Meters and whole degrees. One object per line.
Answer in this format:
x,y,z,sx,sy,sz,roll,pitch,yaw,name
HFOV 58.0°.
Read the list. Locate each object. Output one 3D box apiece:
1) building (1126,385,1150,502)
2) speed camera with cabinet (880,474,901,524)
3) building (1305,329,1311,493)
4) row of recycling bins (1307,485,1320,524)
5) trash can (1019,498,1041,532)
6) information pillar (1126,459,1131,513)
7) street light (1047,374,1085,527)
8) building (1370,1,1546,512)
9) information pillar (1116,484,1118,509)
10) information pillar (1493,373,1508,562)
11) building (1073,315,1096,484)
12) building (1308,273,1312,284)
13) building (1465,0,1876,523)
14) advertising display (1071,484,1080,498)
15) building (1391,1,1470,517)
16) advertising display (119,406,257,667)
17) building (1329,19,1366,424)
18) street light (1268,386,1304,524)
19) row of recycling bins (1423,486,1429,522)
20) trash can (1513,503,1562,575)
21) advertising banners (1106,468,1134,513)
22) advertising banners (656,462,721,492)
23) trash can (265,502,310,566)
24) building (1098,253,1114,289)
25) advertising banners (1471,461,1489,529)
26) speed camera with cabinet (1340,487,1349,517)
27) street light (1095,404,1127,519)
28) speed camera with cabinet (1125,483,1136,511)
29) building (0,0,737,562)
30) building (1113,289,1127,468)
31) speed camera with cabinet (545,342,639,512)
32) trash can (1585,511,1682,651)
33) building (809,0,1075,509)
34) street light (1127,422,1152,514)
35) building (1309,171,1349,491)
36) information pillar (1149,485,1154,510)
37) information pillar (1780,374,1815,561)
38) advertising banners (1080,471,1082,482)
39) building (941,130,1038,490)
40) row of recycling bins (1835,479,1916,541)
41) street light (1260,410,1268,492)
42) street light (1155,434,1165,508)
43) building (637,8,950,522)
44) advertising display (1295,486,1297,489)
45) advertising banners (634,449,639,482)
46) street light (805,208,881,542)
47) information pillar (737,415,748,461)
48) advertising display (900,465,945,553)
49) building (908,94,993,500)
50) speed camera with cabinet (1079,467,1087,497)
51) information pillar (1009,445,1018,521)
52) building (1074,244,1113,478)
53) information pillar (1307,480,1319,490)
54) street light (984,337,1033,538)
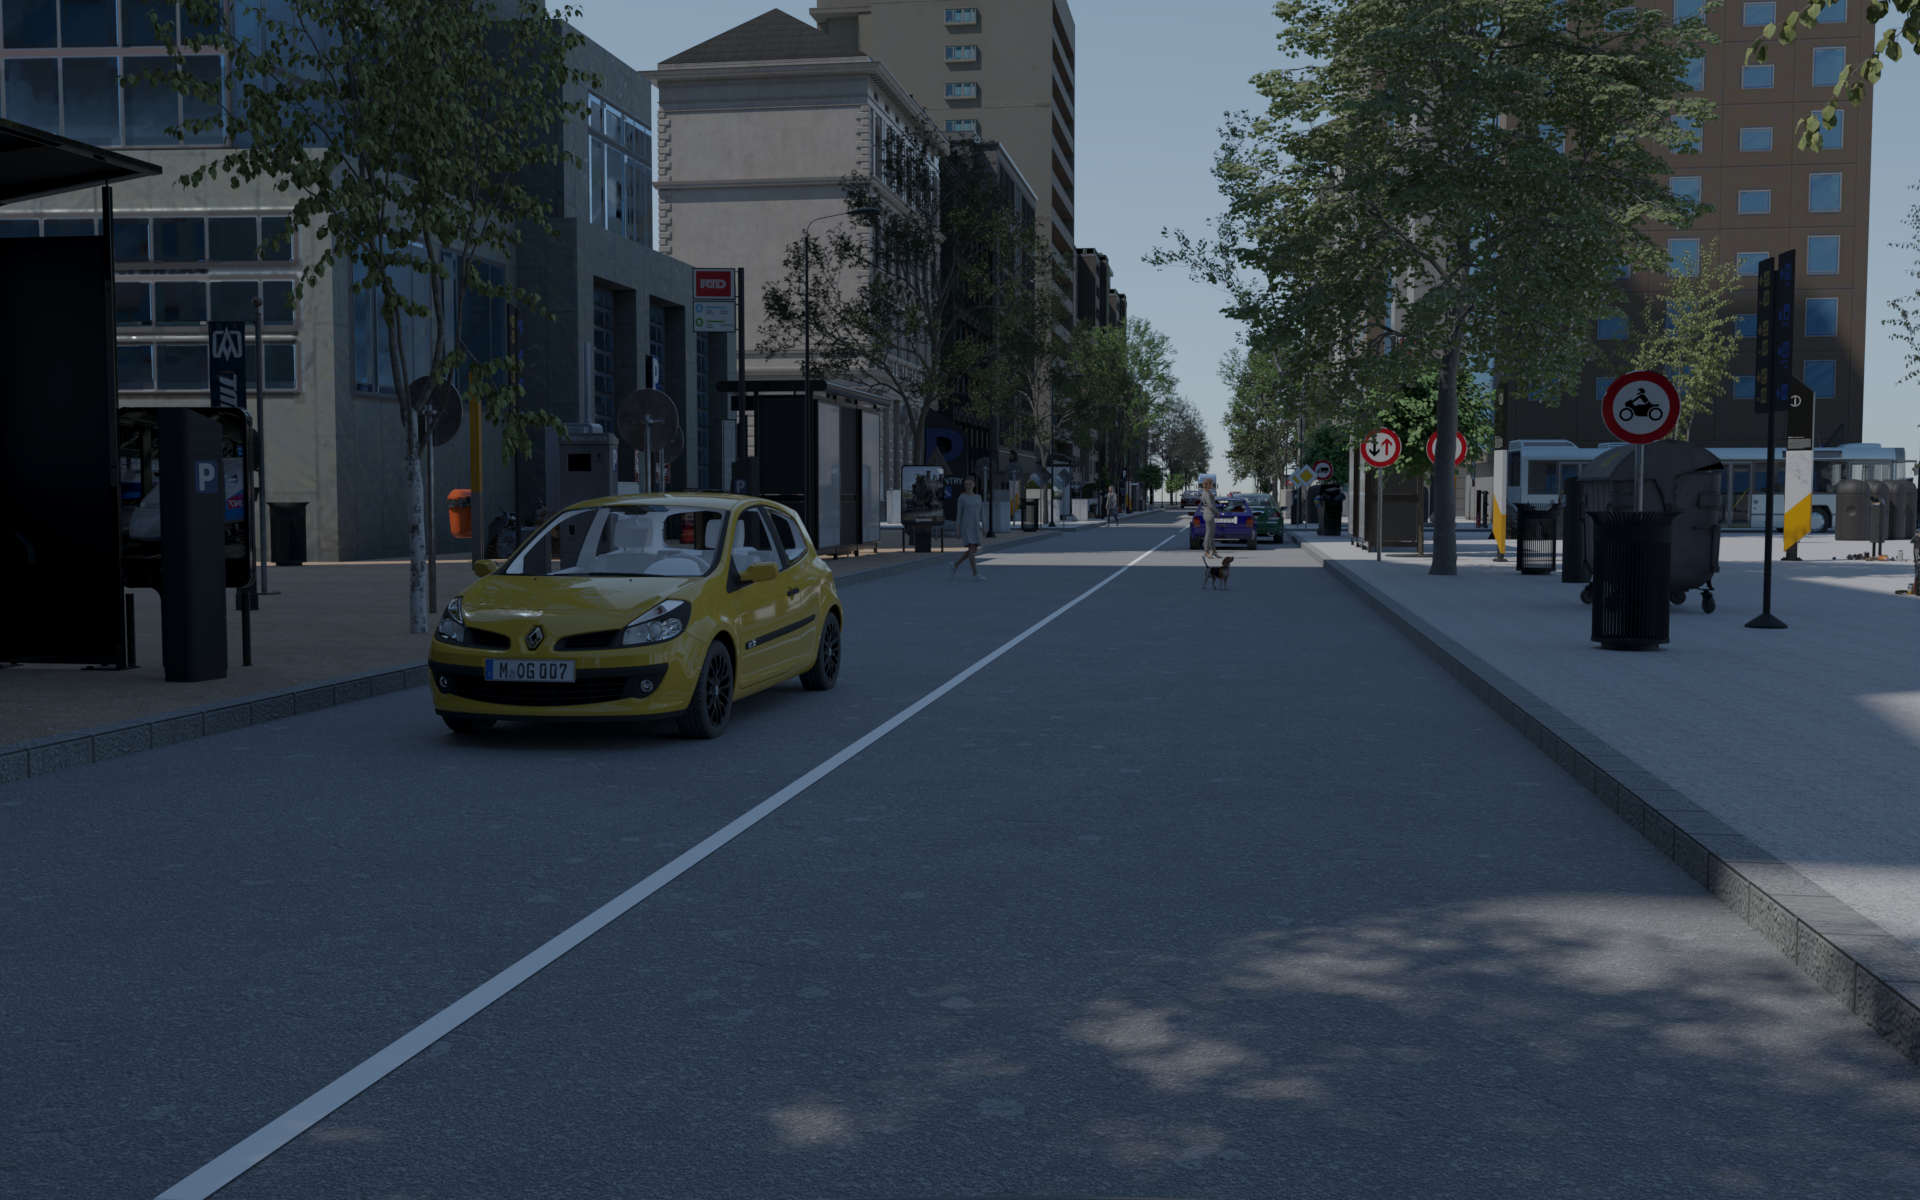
16.795,-27.040,287.149,27.650,21.520,28.899,1,4,9,building
-3.101,-4.923,74.825,2.038,3.252,0.660,-2,4,-26,speed camera with cabinet
61.336,-30.665,273.078,14.160,30.474,14.107,1,4,9,building
15.988,-4.267,76.884,1.069,1.692,3.534,1,4,16,row of recycling bins
2.365,-2.874,58.649,0.748,1.137,0.748,0,3,0,trash can
11.116,-7.512,114.170,0.183,3.616,0.504,3,5,44,information pillar
4.124,-5.795,67.288,1.470,5.913,1.316,1,4,9,street light
43.061,-30.880,155.005,14.600,45.320,14.200,1,4,9,building
9.964,-6.493,110.656,0.304,2.012,0.304,0,4,4,information pillar
10.225,-2.532,32.753,0.183,3.616,0.504,0,4,-2,information pillar
-0.654,-20.602,181.877,27.650,21.520,28.899,1,4,9,building
64.384,-36.901,286.930,14.154,41.232,14.086,1,4,9,building
30.751,-26.118,77.139,14.200,45.320,14.600,1,4,9,building
7.511,-6.735,115.329,0.974,1.923,0.123,0,4,-5,advertising display
38.165,-34.668,108.827,21.231,58.520,28.212,1,4,9,building
-5.741,-0.467,12.854,0.974,1.923,0.123,0,4,-2,advertising display
55.283,-36.705,189.359,28.713,52.752,27.495,1,4,9,building
14.035,-6.210,74.079,1.470,5.913,1.316,1,4,9,street light
19.057,-4.011,72.689,1.069,1.692,3.534,1,4,11,row of recycling bins
9.181,-0.974,27.580,0.748,1.137,0.748,0,3,0,trash can
10.527,-7.265,114.975,2.074,3.025,0.090,0,4,3,advertising banners
-6.941,-2.953,44.467,2.074,3.025,0.090,-2,4,-29,advertising banners
-12.005,-1.181,30.956,0.748,1.137,0.748,0,3,0,trash can
9.883,-34.802,260.896,32.217,40.220,23.993,1,4,9,building
19.521,-4.215,65.110,0.090,3.025,2.074,0,4,-1,advertising banners
21.514,-6.288,97.149,2.038,3.252,0.660,-2,4,-27,speed camera with cabinet
7.749,-7.169,89.761,1.470,5.913,1.316,1,4,9,street light
13.349,-8.636,135.535,0.660,3.252,2.038,1,4,13,speed camera with cabinet
-23.923,-44.627,42.331,31.000,86.520,22.319,1,4,9,building
15.740,-28.704,241.007,14.160,30.474,14.107,1,4,9,building
-4.949,-1.777,23.396,0.660,3.252,2.038,1,4,9,speed camera with cabinet
5.554,-0.164,14.328,0.748,1.137,0.748,0,3,0,trash can
-1.399,-32.459,154.409,21.300,48.544,21.600,1,4,9,building
11.436,-8.517,111.802,1.470,5.913,1.316,1,4,9,street light
62.780,-38.550,253.998,21.300,48.544,21.600,1,4,9,building
15.064,-8.047,136.057,0.304,2.012,0.304,1,4,21,information pillar
16.040,-2.555,33.123,0.183,3.616,0.504,-3,5,-44,information pillar
8.865,-8.140,129.269,0.090,3.025,2.074,1,4,16,advertising banners
-2.787,-20.245,124.508,14.314,27.812,24.014,1,4,9,building
25.683,-2.527,48.428,3.534,1.692,1.069,-3,4,-36,row of recycling bins
17.485,-7.529,95.635,1.470,5.913,1.316,1,4,9,street light
14.874,-9.858,133.724,1.470,5.913,1.316,1,4,9,street light
-7.342,-15.760,86.554,11.050,23.489,19.941,1,4,9,building
22.420,-6.760,115.733,0.123,1.923,0.974,0,4,1,advertising display
-7.366,-2.599,38.674,0.090,3.025,2.074,0,4,2,advertising banners
-1.968,-3.412,28.321,1.470,5.913,1.316,1,4,9,street light
-6.469,-3.659,51.178,0.504,3.616,0.183,2,4,24,information pillar
-0.816,-2.004,37.973,0.974,1.923,0.123,0,4,-6,advertising display
-5.201,-16.832,104.889,12.332,23.373,15.834,1,4,9,building
9.631,-7.991,124.993,2.038,3.252,0.660,1,4,21,speed camera with cabinet
2.536,-5.537,81.878,0.183,3.616,0.504,-3,4,-38,information pillar
9.848,-26.312,201.905,14.160,30.474,14.107,1,4,9,building
20.157,-6.541,98.306,0.504,3.616,0.183,3,4,38,information pillar
1.438,-4.776,50.627,1.470,5.913,1.316,1,4,9,street light
